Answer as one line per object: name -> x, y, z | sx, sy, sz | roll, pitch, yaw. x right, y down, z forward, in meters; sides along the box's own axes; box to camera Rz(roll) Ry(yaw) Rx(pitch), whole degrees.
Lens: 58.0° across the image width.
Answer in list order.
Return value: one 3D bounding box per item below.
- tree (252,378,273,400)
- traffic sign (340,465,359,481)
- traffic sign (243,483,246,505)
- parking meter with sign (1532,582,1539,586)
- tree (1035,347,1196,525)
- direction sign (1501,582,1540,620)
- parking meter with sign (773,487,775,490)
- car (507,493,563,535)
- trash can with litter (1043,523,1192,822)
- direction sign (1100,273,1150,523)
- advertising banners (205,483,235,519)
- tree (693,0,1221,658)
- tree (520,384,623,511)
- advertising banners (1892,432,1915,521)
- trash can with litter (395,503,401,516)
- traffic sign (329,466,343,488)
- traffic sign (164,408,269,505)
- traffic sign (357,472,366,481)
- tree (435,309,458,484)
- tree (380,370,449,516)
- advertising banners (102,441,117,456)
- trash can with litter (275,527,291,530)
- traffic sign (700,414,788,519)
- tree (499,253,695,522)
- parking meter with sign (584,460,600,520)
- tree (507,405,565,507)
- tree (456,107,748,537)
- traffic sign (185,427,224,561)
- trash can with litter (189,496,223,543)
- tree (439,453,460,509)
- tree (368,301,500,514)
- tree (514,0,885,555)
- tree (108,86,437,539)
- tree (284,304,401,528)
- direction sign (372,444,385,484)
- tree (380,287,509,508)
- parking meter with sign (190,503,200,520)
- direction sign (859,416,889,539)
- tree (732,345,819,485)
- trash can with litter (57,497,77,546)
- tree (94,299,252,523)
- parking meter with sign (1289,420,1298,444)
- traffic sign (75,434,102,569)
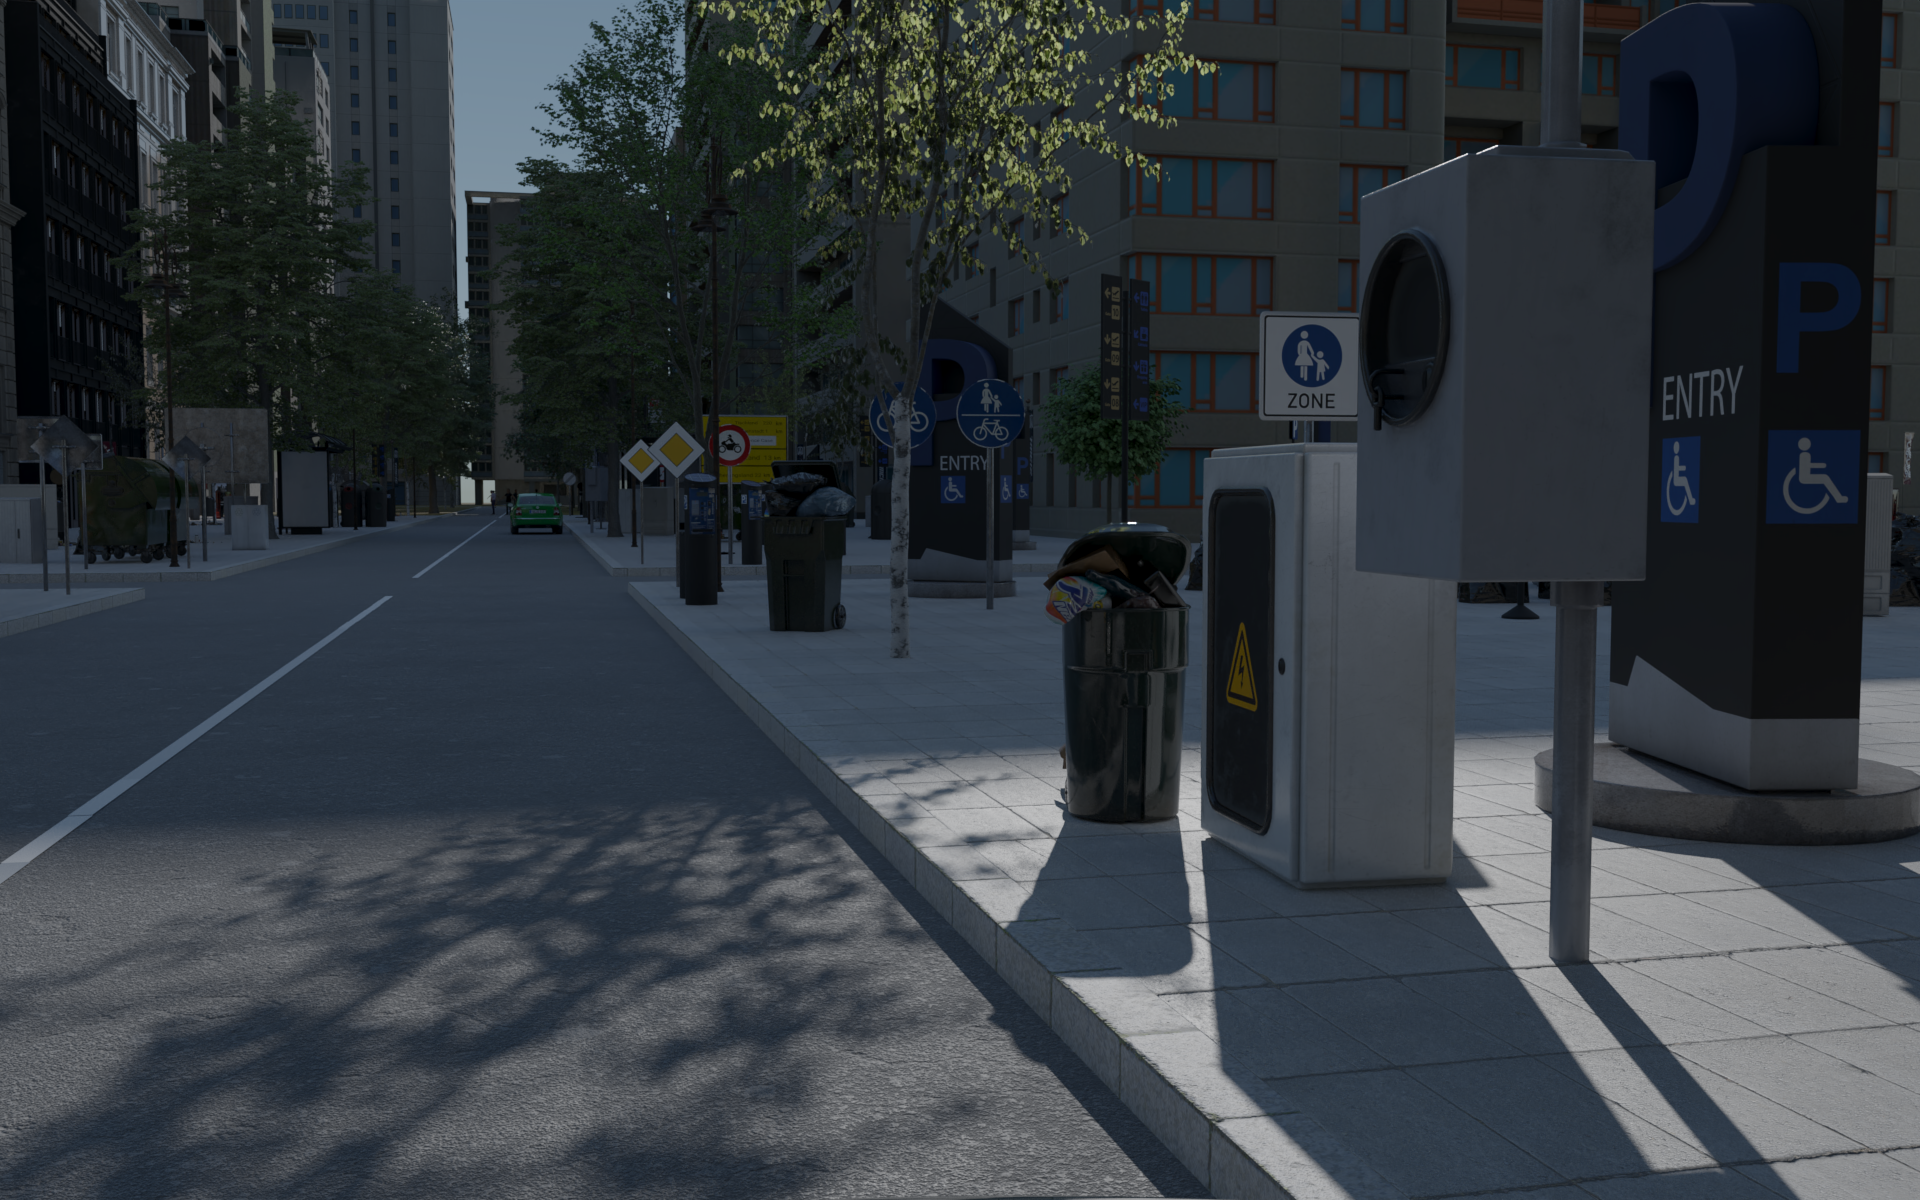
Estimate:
tree -> -32.963, -7.727, 76.698 | 4.360, 8.622, 3.978 | 0, 3, 0
traffic sign -> -26.282, -4.558, 74.624 | 0.768, 2.556, 0.104 | -1, 4, -12
traffic sign -> -17.211, -2.420, 41.695 | 0.606, 2.300, 0.079 | 0, 4, -4
parking meter with sign -> 8.235, -1.679, 23.712 | 0.543, 3.016, 1.738 | 0, 4, 4
tree -> 3.287, -3.254, 36.918 | 4.285, 4.588, 4.351 | 0, 3, 0
direction sign -> 5.784, -1.576, 17.769 | 0.379, 3.537, 0.876 | 2, 4, 26
parking meter with sign -> -11.117, -6.686, 105.571 | 1.738, 3.016, 0.543 | -2, 4, -26
car -> -15.410, -3.308, 62.883 | 1.959, 1.807, 4.718 | -1, 4, -16
trash can with litter -> 0.583, 0.261, 7.123 | 0.624, 1.170, 1.055 | 0, 4, -6
direction sign -> 1.734, -1.603, 18.204 | 0.379, 3.537, 0.876 | 3, 5, 39
advertising banners -> -38.324, -5.694, 89.282 | 2.074, 3.025, 0.090 | 1, 4, 12
tree -> -0.310, -3.864, 13.531 | 4.360, 8.622, 3.978 | 0, 3, 0
tree -> -28.916, -13.789, 132.110 | 9.857, 13.997, 8.962 | 0, 3, 0
advertising banners -> 26.080, -3.193, 48.390 | 2.074, 3.025, 0.090 | -2, 4, -34
trash can with litter -> -33.099, -5.437, 99.945 | 2.233, 1.210, 1.678 | 1, 4, 15
traffic sign -> -28.647, -4.861, 79.579 | 0.768, 2.556, 0.104 | 0, 4, -6
traffic sign -> -17.587, -2.885, 41.038 | 2.265, 3.308, 0.079 | -1, 4, -13
traffic sign -> -28.382, -4.923, 81.671 | 0.795, 2.450, 0.064 | 0, 4, -8
tree -> -28.673, -10.339, 87.170 | 7.486, 12.596, 7.792 | 0, 3, 0
tree -> -32.595, -9.321, 102.766 | 4.360, 8.622, 3.978 | 0, 3, 0
advertising banners -> -27.768, -3.781, 58.014 | 0.090, 3.025, 2.074 | 2, 4, 26
trash can with litter -> -24.393, -3.166, 62.826 | 2.233, 1.210, 1.678 | -3, 5, -43
traffic sign -> -5.550, -3.099, 44.541 | 2.265, 3.308, 0.079 | -1, 4, -12
tree -> -16.339, -9.962, 79.886 | 9.611, 12.733, 9.660 | 0, 3, 0
parking meter with sign -> -18.382, -5.534, 86.746 | 0.543, 3.016, 1.738 | 0, 4, -1
tree -> -40.963, -16.250, 176.057 | 12.009, 13.543, 11.850 | 0, 3, 0
tree -> -10.173, -8.127, 50.996 | 7.486, 12.596, 7.792 | 0, 3, 0
traffic sign -> -14.384, -2.007, 32.926 | 0.768, 2.556, 0.104 | 0, 4, -7
trash can with litter -> -20.501, -2.118, 45.680 | 1.678, 1.210, 2.233 | -2, 4, -32
tree -> -43.042, -11.856, 144.210 | 4.737, 8.622, 4.395 | 0, 3, 0
tree -> -34.708, -12.677, 113.928 | 9.857, 13.997, 8.962 | 0, 3, 0
tree -> -5.347, -6.764, 36.352 | 9.928, 11.665, 9.643 | 0, 3, 0
tree -> -19.484, -7.968, 48.407 | 7.486, 12.596, 7.792 | 0, 3, 0
tree -> -23.449, -7.014, 65.036 | 4.737, 8.622, 4.395 | 0, 3, 0
direction sign -> -26.454, -5.309, 78.805 | 0.379, 3.537, 0.876 | 1, 4, 17
tree -> -48.219, -18.645, 160.733 | 12.611, 20.169, 13.585 | 0, 3, 0
parking meter with sign -> -37.885, -5.375, 84.145 | 0.543, 3.016, 1.738 | 3, 4, 37
direction sign -> -2.481, -3.549, 50.018 | 0.876, 3.537, 0.379 | 1, 4, 17
tree -> -9.024, -8.225, 84.845 | 4.737, 8.622, 4.395 | 0, 3, 0
trash can with litter -> -22.587, -1.923, 42.505 | 1.678, 1.210, 2.233 | 1, 4, 16
tree -> -28.082, -6.805, 61.627 | 4.360, 8.622, 3.978 | 0, 3, 0
parking meter with sign -> 6.520, -2.567, 38.227 | 1.738, 3.016, 0.543 | 1, 4, 22
traffic sign -> -14.894, -1.671, 29.458 | 0.606, 2.300, 0.079 | 0, 4, -5
